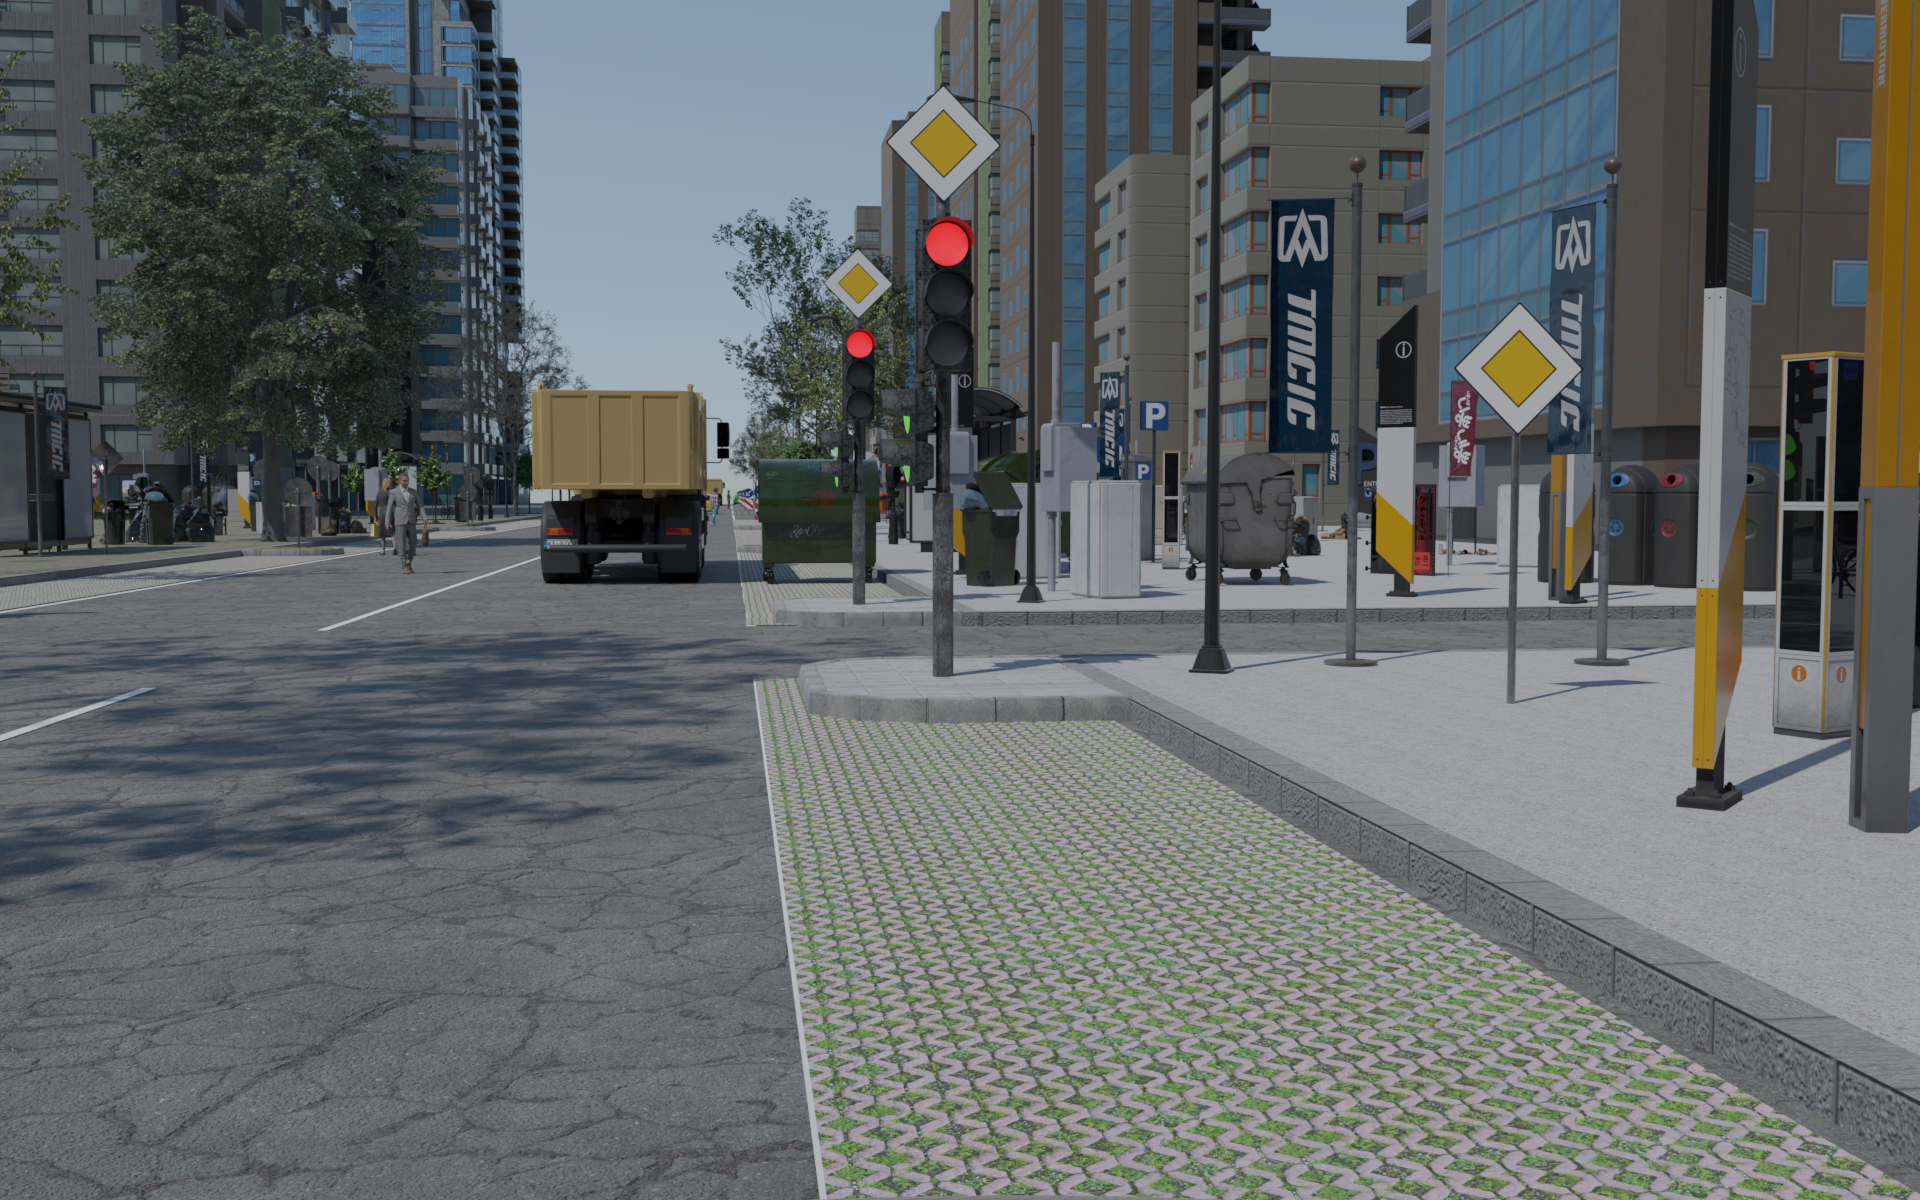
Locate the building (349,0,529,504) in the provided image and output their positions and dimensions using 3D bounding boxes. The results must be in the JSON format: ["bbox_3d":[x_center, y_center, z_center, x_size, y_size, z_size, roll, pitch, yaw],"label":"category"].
[{"bbox_3d":[-68.789,-56.086,229.682,22.319,86.520,31.000,0,4,-8],"label":"building"}]

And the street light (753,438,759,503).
[{"bbox_3d":[-16.319,-10.532,144.737,1.470,5.913,1.316,0,4,-8],"label":"street light"}]

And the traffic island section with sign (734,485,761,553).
[{"bbox_3d":[-4.506,-2.089,42.778,1.989,1.847,2.006,0,4,-8],"label":"traffic island section with sign"}]

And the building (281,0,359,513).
[{"bbox_3d":[-54.138,-30.488,118.092,23.786,49.044,30.456,0,4,-8],"label":"building"}]

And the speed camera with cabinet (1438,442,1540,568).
[{"bbox_3d":[9.567,-2.222,30.659,2.038,3.252,0.660,2,4,34],"label":"speed camera with cabinet"}]

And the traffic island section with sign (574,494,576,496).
[{"bbox_3d":[-25.843,-6.673,117.737,1.989,1.847,2.006,0,4,-8],"label":"traffic island section with sign"}]

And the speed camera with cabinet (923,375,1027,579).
[{"bbox_3d":[0.488,-1.942,26.092,2.038,3.252,0.660,-1,4,-22],"label":"speed camera with cabinet"}]

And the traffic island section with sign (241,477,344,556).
[{"bbox_3d":[-15.583,-1.956,40.601,1.989,1.847,2.006,0,4,-8],"label":"traffic island section with sign"}]

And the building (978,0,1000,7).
[{"bbox_3d":[8.088,-26.890,123.250,14.154,41.232,14.086,0,4,-8],"label":"building"}]

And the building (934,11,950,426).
[{"bbox_3d":[4.532,-28.635,151.777,14.154,41.232,14.086,0,4,-8],"label":"building"}]

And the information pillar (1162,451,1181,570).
[{"bbox_3d":[3.601,-1.530,29.508,0.304,2.012,0.304,0,4,8],"label":"information pillar"}]

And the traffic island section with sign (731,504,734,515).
[{"bbox_3d":[-8.058,-3.723,69.499,1.989,1.847,2.006,0,4,-8],"label":"traffic island section with sign"}]

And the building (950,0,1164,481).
[{"bbox_3d":[6.944,-29.792,137.213,14.600,45.320,14.200,0,4,-8],"label":"building"}]

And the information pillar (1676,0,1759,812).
[{"bbox_3d":[3.157,-0.965,7.141,0.183,3.616,0.504,3,4,36],"label":"information pillar"}]

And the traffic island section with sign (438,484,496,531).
[{"bbox_3d":[-19.134,-3.591,67.337,1.989,1.847,2.006,0,4,-8],"label":"traffic island section with sign"}]

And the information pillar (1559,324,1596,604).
[{"bbox_3d":[7.256,-1.768,20.266,0.504,3.616,0.183,-3,5,-43],"label":"information pillar"}]

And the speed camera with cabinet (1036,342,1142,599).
[{"bbox_3d":[1.646,-1.693,22.019,0.660,3.252,2.038,-1,4,-19],"label":"speed camera with cabinet"}]

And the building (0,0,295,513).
[{"bbox_3d":[-46.634,-25.279,96.901,14.154,41.232,14.086,0,4,-8],"label":"building"}]

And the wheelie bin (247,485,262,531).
[{"bbox_3d":[-24.092,-3.165,59.658,0.693,1.594,0.980,2,4,26],"label":"wheelie bin"}]

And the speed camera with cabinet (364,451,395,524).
[{"bbox_3d":[-20.431,-4.111,61.558,0.660,3.252,2.038,1,4,8],"label":"speed camera with cabinet"}]

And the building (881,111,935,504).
[{"bbox_3d":[-1.731,-33.878,204.012,14.600,45.320,14.200,0,4,-8],"label":"building"}]

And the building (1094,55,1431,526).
[{"bbox_3d":[23.150,-14.656,84.660,27.650,21.520,28.899,0,4,-8],"label":"building"}]

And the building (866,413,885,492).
[{"bbox_3d":[1.453,-23.442,228.308,27.650,21.520,28.899,0,4,-8],"label":"building"}]

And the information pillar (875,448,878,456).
[{"bbox_3d":[-4.270,-5.870,87.336,0.183,3.616,0.504,-2,4,-24],"label":"information pillar"}]

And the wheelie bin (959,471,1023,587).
[{"bbox_3d":[0.400,-0.998,24.218,0.980,1.594,0.693,-3,5,-45],"label":"wheelie bin"}]

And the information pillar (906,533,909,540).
[{"bbox_3d":[-1.306,-2.673,48.188,0.304,2.012,0.304,1,4,18],"label":"information pillar"}]

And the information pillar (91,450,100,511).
[{"bbox_3d":[-44.152,-5.932,88.337,0.183,3.616,0.504,3,5,39],"label":"information pillar"}]

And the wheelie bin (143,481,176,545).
[{"bbox_3d":[-20.184,-2.185,43.637,0.693,1.594,0.980,-3,4,-36],"label":"wheelie bin"}]

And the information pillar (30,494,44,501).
[{"bbox_3d":[-34.885,-4.528,65.384,0.504,3.616,0.183,-1,4,-16],"label":"information pillar"}]

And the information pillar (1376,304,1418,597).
[{"bbox_3d":[5.457,-1.849,21.591,0.504,3.616,0.183,3,4,36],"label":"information pillar"}]

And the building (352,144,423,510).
[{"bbox_3d":[-52.677,-22.638,141.834,14.160,30.474,14.107,0,4,-8],"label":"building"}]

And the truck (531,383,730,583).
[{"bbox_3d":[-5.939,-2.179,31.548,3.469,3.379,9.791,0,4,-7],"label":"truck"}]

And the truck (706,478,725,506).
[{"bbox_3d":[-30.601,-13.298,213.353,3.469,3.379,9.791,-1,4,-9],"label":"truck"}]

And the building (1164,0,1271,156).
[{"bbox_3d":[10.446,-28.060,108.894,14.600,45.320,14.200,0,4,-8],"label":"building"}]

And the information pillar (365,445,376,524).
[{"bbox_3d":[-25.055,-5.026,73.536,0.183,3.616,0.504,1,4,17],"label":"information pillar"}]

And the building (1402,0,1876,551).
[{"bbox_3d":[20.432,-23.976,42.114,14.200,45.320,14.600,0,4,-8],"label":"building"}]

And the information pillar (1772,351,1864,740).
[{"bbox_3d":[4.544,-0.285,9.153,0.304,2.012,0.304,-2,4,-30],"label":"information pillar"}]

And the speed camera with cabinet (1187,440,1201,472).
[{"bbox_3d":[9.491,-4.280,64.320,2.038,3.252,0.660,-1,4,-12],"label":"speed camera with cabinet"}]

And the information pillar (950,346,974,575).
[{"bbox_3d":[-0.005,-2.209,27.467,0.504,3.616,0.183,-1,4,-14],"label":"information pillar"}]

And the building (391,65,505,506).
[{"bbox_3d":[-65.568,-35.517,200.313,23.786,49.044,30.456,0,4,-8],"label":"building"}]

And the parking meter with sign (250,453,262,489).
[{"bbox_3d":[-29.991,-4.731,73.620,0.543,3.016,1.738,-3,4,-36],"label":"parking meter with sign"}]

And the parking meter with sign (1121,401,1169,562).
[{"bbox_3d":[3.423,-2.269,33.353,0.543,3.016,1.738,-1,4,-16],"label":"parking meter with sign"}]

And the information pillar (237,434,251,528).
[{"bbox_3d":[-26.661,-4.476,64.533,0.504,3.616,0.183,1,4,11],"label":"information pillar"}]

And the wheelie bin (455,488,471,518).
[{"bbox_3d":[-24.164,-4.665,84.187,0.693,1.594,0.980,-3,4,-38],"label":"wheelie bin"}]

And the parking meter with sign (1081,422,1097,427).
[{"bbox_3d":[2.460,-2.785,41.803,1.738,3.016,0.543,-3,4,-36],"label":"parking meter with sign"}]

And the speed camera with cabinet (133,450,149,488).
[{"bbox_3d":[-36.693,-5.095,77.641,0.660,3.252,2.038,-1,4,-21],"label":"speed camera with cabinet"}]

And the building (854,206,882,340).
[{"bbox_3d":[-8.195,-34.524,248.067,14.154,41.232,14.086,0,4,-8],"label":"building"}]
